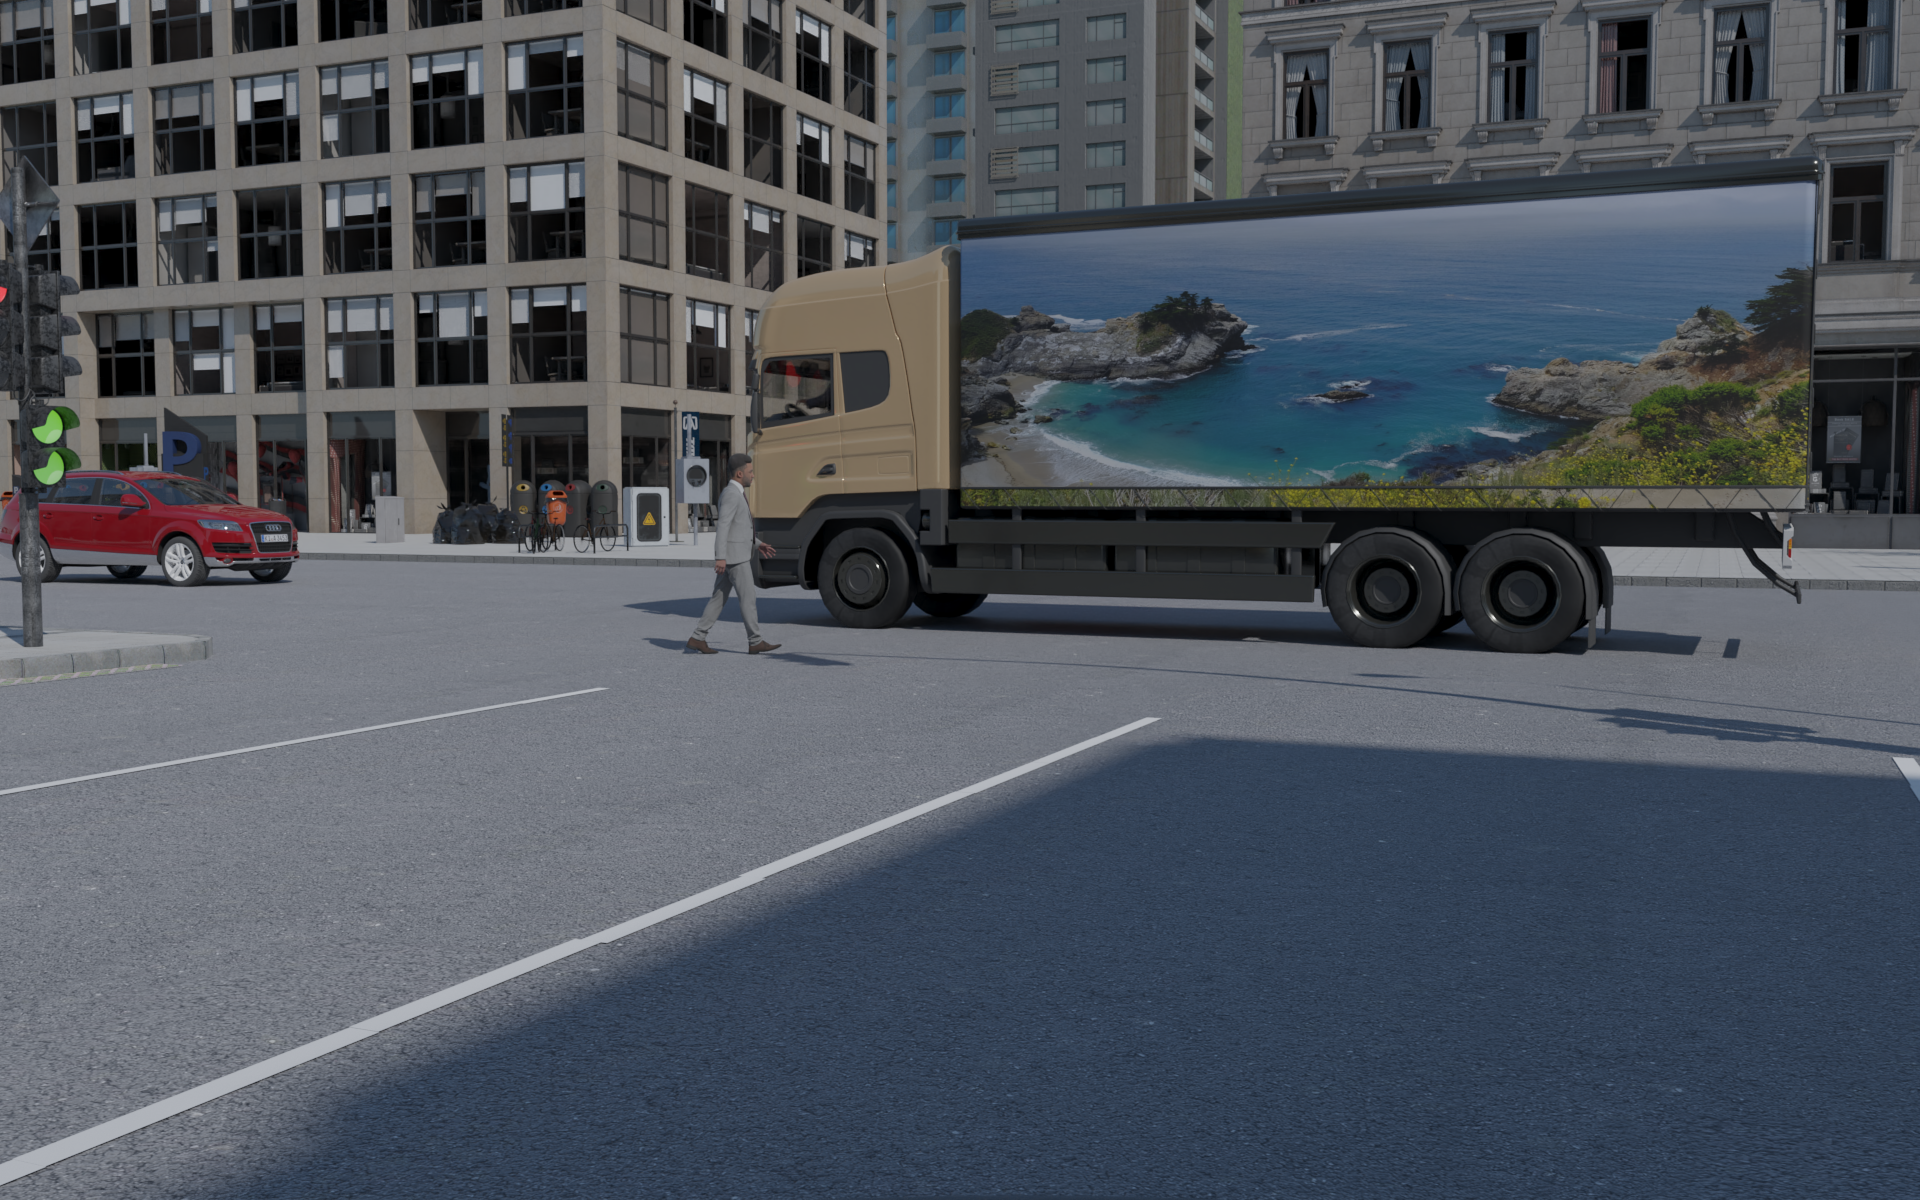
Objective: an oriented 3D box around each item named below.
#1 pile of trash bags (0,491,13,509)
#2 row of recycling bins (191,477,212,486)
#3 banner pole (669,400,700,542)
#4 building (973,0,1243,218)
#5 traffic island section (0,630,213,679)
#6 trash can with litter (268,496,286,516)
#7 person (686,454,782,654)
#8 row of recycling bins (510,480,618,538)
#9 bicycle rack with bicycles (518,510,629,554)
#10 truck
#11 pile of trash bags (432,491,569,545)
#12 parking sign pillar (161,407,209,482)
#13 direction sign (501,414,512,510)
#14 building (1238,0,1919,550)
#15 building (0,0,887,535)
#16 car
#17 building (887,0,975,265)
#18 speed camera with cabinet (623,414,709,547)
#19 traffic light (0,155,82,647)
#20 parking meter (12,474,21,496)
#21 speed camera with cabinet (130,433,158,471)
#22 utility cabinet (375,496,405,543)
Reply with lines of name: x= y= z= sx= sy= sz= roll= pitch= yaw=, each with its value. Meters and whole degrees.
pile of trash bags: x=-31.568 y=-2.778 z=55.169 sx=3.447 sy=1.369 sz=1.912 roll=0 pitch=4 yaw=2
row of recycling bins: x=-19.424 y=-2.151 z=42.290 sx=3.534 sy=1.692 sz=1.069 roll=2 pitch=4 yaw=34
banner pole: x=-7.332 y=-3.433 z=46.146 sx=0.863 sy=3.779 sz=0.401 roll=-1 pitch=4 yaw=-9
building: x=9.940 y=-26.203 z=112.021 sx=14.154 sy=41.232 sz=14.086 roll=2 pitch=4 yaw=24
traffic island section: x=-7.808 y=0.471 z=14.581 sx=2.009 sy=0.180 sz=2.903 roll=2 pitch=4 yaw=24
trash can with litter: x=-41.199 y=-5.738 z=104.877 sx=1.678 sy=1.210 sz=2.233 roll=-1 pitch=4 yaw=-9
person: x=-2.028 y=-0.410 z=15.475 sx=0.850 sy=1.792 sz=0.678 roll=-1 pitch=4 yaw=-9
row of recycling bins: x=-11.745 y=-2.707 z=51.373 sx=3.534 sy=1.692 sz=1.069 roll=1 pitch=4 yaw=17
bicycle rack with bicycles: x=-8.707 y=-1.519 z=38.222 sx=2.852 sy=0.926 sz=2.925 roll=1 pitch=4 yaw=14
truck: x=2.522 y=-1.769 z=17.842 sx=11.283 sy=4.237 sz=2.839 roll=2 pitch=4 yaw=25
pile of trash bags: x=-11.884 y=-2.162 z=45.105 sx=3.447 sy=1.369 sz=1.912 roll=-2 pitch=4 yaw=-32
parking sign pillar: x=-24.096 y=-4.000 z=53.871 sx=1.447 sy=3.967 sz=1.447 roll=0 pitch=3 yaw=0
direction sign: x=-12.915 y=-3.513 z=49.430 sx=0.379 sy=3.537 sz=0.876 roll=0 pitch=4 yaw=2
building: x=10.309 y=-12.100 z=48.740 sx=40.483 sy=20.767 sz=10.553 roll=2 pitch=4 yaw=24
building: x=-22.330 y=-16.056 z=67.034 sx=34.151 sy=26.468 sz=19.350 roll=2 pitch=4 yaw=24
car: x=-13.169 y=-1.193 z=28.174 sx=5.304 sy=1.827 sz=2.281 roll=1 pitch=4 yaw=22
building: x=-2.560 y=-32.903 z=157.565 sx=30.456 sy=49.044 sz=23.786 roll=2 pitch=4 yaw=24
speed camera with cabinet: x=-7.203 y=-2.945 z=42.494 sx=2.038 sy=3.252 sz=0.660 roll=-2 pitch=4 yaw=-31
traffic light: x=-7.775 y=-1.560 z=14.431 sx=0.839 sy=4.253 sz=0.868 roll=2 pitch=4 yaw=24
parking meter: x=-28.011 y=-2.809 z=51.644 sx=0.399 sy=1.863 sz=0.255 roll=1 pitch=4 yaw=23
speed camera with cabinet: x=-26.319 y=-3.849 z=57.272 sx=0.660 sy=3.252 sz=2.038 roll=3 pitch=4 yaw=36
utility cabinet: x=-14.997 y=-2.106 z=45.598 sx=0.306 sy=1.237 sz=1.020 roll=1 pitch=4 yaw=10
